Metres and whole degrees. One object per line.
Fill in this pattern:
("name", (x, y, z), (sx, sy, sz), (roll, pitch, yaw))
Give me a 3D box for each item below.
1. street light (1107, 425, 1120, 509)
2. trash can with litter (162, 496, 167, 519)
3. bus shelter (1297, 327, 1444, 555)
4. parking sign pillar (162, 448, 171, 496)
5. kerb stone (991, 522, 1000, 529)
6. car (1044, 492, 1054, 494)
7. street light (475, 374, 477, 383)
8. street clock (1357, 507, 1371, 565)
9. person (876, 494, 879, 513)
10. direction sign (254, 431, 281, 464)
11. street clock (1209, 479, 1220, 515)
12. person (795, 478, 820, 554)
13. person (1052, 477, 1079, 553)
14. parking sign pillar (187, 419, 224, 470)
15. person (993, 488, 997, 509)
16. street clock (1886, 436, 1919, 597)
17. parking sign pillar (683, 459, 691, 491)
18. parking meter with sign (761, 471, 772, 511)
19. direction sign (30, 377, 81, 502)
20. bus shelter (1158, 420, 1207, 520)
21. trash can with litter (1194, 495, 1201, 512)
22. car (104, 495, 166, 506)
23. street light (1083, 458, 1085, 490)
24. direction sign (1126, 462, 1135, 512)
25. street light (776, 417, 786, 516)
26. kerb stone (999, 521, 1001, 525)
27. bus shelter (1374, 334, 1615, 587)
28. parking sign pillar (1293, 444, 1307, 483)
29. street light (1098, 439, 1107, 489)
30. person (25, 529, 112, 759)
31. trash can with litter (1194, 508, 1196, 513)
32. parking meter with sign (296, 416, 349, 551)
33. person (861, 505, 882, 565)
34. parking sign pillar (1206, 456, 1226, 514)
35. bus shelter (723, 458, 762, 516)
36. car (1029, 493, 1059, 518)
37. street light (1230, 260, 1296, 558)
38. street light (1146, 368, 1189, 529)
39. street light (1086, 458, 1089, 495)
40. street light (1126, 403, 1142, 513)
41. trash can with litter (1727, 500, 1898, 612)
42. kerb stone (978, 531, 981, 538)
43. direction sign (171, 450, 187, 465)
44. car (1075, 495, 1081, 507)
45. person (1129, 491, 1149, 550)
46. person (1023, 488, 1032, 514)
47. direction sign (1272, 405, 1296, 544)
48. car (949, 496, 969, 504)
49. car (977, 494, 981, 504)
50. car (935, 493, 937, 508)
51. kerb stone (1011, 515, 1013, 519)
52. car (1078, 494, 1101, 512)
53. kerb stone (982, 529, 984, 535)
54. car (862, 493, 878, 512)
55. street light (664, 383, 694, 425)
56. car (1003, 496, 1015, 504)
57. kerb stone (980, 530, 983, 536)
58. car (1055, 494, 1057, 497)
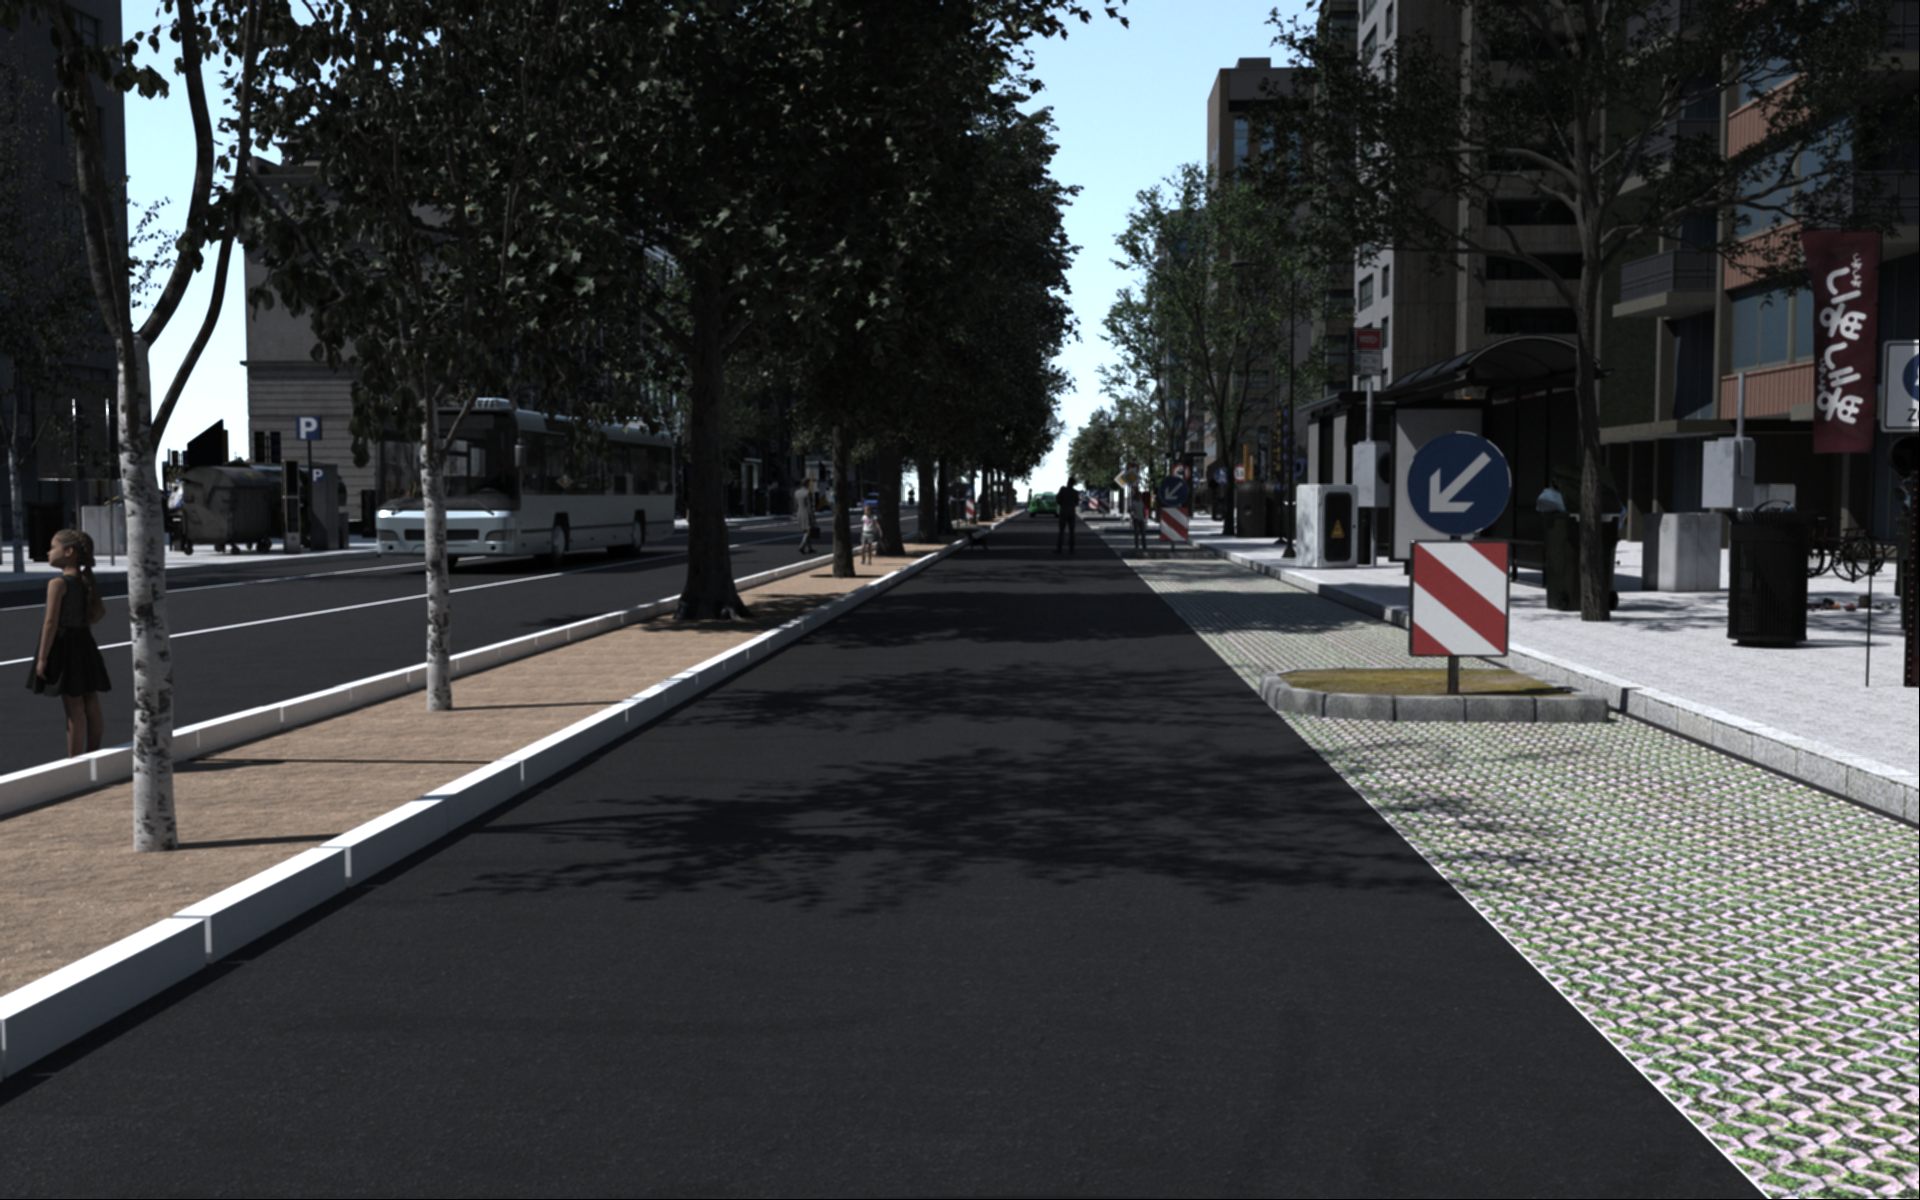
("street light", (10.835, -8.833, 116.954), (1.470, 5.913, 1.316), (0, 4, 3))
("trash can with litter", (-45.977, -5.353, 98.583), (1.678, 1.210, 2.233), (-2, 4, -30))
("bus shelter", (8.992, -3.780, 39.436), (2.179, 5.291, 8.768), (0, 4, 3))
("parking sign pillar", (-46.449, -6.911, 101.462), (1.447, 3.967, 1.447), (-2, 4, -24))
("kerb stone", (1.548, -3.220, 74.910), (0.120, 0.150, 1.000), (0, 4, 3))
("car", (13.731, -15.899, 268.626), (2.281, 1.827, 5.304), (0, 4, 4))
("street light", (-13.108, -4.668, 48.860), (1.470, 5.913, 1.316), (0, 4, 3))
("street clock", (7.345, -1.640, 31.383), (0.358, 2.002, 0.471), (-2, 4, -26))
("person", (-6.056, -7.482, 131.007), (0.537, 1.800, 0.526), (2, 4, 33))
("direction sign", (-25.019, -4.322, 62.668), (0.876, 3.537, 0.379), (-1, 4, -20))
("street clock", (12.489, -4.926, 85.109), (0.471, 2.002, 0.358), (2, 4, 29))
("person", (-3.650, -2.011, 41.481), (0.694, 1.812, 0.767), (3, 5, 45))
("person", (2.589, -2.089, 42.462), (0.655, 1.846, 0.447), (-1, 4, -14))
("parking sign pillar", (-26.993, -4.508, 62.171), (1.447, 3.967, 1.447), (0, 4, 2))
("person", (1.991, -6.078, 107.715), (0.661, 1.843, 0.795), (0, 4, -8))
("street clock", (11.849, -1.045, 21.661), (0.471, 2.002, 0.358), (1, 4, 13))
("parking sign pillar", (-19.646, -8.451, 126.641), (1.447, 3.967, 1.447), (3, 4, 38))
("parking meter with sign", (-14.488, -8.145, 129.431), (1.738, 3.016, 0.543), (3, 4, 36))
("direction sign", (-17.509, -2.546, 33.626), (0.876, 3.537, 0.379), (-2, 4, -35))
("bus shelter", (11.633, -6.951, 91.288), (2.179, 5.291, 8.768), (0, 4, 3))
("trash can with litter", (16.854, -6.968, 124.990), (1.678, 1.210, 2.233), (0, 4, -1))
("car", (-34.000, -3.714, 70.944), (3.980, 1.641, 2.015), (0, 4, 4))
("street light", (16.583, -15.280, 222.366), (1.470, 5.913, 1.316), (0, 4, 3))
("direction sign", (12.860, -8.452, 130.180), (0.876, 3.537, 0.379), (3, 4, 38))
("street light", (-10.195, -7.942, 102.393), (1.470, 5.913, 1.316), (0, 4, 3))
("kerb stone", (1.599, -3.287, 75.939), (0.120, 0.150, 1.000), (0, 4, 3))
("bus shelter", (7.428, -1.887, 24.774), (2.014, 3.302, 5.546), (0, 4, 3))
("parking sign pillar", (18.495, -6.424, 93.504), (1.447, 3.967, 1.447), (-1, 4, -21))
("street light", (12.358, -10.648, 146.631), (1.470, 5.913, 1.316), (0, 4, 3))
("person", (-4.533, 0.268, 8.781), (0.373, 1.253, 0.362), (1, 4, 10))
("trash can with litter", (15.861, -6.649, 120.100), (0.624, 1.170, 1.055), (3, 5, 43))
("parking meter with sign", (-14.492, -2.646, 39.520), (0.543, 3.016, 1.738), (0, 4, 2))
("person", (-1.780, -1.300, 34.771), (0.505, 1.210, 0.382), (1, 4, 17))
("parking sign pillar", (16.852, -7.647, 113.504), (1.447, 3.967, 1.447), (1, 4, 22))
("bus shelter", (-13.370, -7.548, 101.038), (2.179, 5.291, 8.768), (0, 4, 3))
("car", (5.204, -5.956, 106.172), (1.959, 1.807, 4.718), (0, 4, 4))
("street light", (6.069, -3.795, 34.581), (1.470, 5.913, 1.316), (0, 4, 3))
("street light", (7.695, -5.570, 63.617), (1.470, 5.913, 1.316), (0, 4, 3))
("street light", (15.018, -13.477, 192.883), (1.470, 5.913, 1.316), (0, 4, 3))
("street light", (9.125, -7.057, 87.923), (1.470, 5.913, 1.316), (0, 4, 3))
("trash can with litter", (9.530, -0.505, 19.308), (2.233, 1.210, 1.678), (0, 4, -5))
("kerb stone", (0.540, -2.125, 56.943), (0.120, 0.150, 1.000), (0, 4, 3))
("direction sign", (-40.431, -5.989, 89.911), (0.876, 3.537, 0.379), (0, 4, -6))
("car", (12.626, -10.145, 178.450), (1.945, 1.354, 3.894), (0, 4, 4))
("person", (4.464, -1.946, 42.905), (0.523, 1.515, 0.503), (3, 5, 40))
("person", (4.984, -7.188, 125.872), (0.795, 1.843, 0.661), (0, 4, 7))
("direction sign", (8.257, -3.208, 44.450), (0.379, 3.537, 0.876), (0, 4, -7))
("car", (-0.020, -7.424, 133.744), (2.083, 1.381, 4.827), (0, 4, 2))
("car", (3.576, -15.351, 260.767), (2.009, 1.686, 4.222), (0, 4, 5))
("car", (-2.074, -9.229, 159.926), (2.155, 1.783, 4.494), (0, 4, 2))
("kerb stone", (2.687, -4.467, 95.392), (0.120, 0.150, 1.000), (0, 4, 3))
("car", (9.857, -7.191, 129.577), (2.014, 1.417, 4.499), (0, 4, 1))
("kerb stone", (0.657, -2.251, 58.993), (0.120, 0.150, 1.000), (0, 4, 3))
("car", (-6.617, -7.668, 134.959), (1.945, 1.707, 3.694), (0, 4, 4))
("street light", (-11.807, -6.119, 72.586), (1.470, 5.913, 1.316), (0, 4, 3))
("car", (7.217, -15.396, 260.758), (2.155, 1.783, 4.494), (0, 4, 2))
("kerb stone", (0.599, -2.185, 57.964), (0.120, 0.150, 1.000), (0, 4, 3))
("car", (6.862, -7.422, 131.143), (2.009, 1.686, 4.222), (0, 4, 4))
